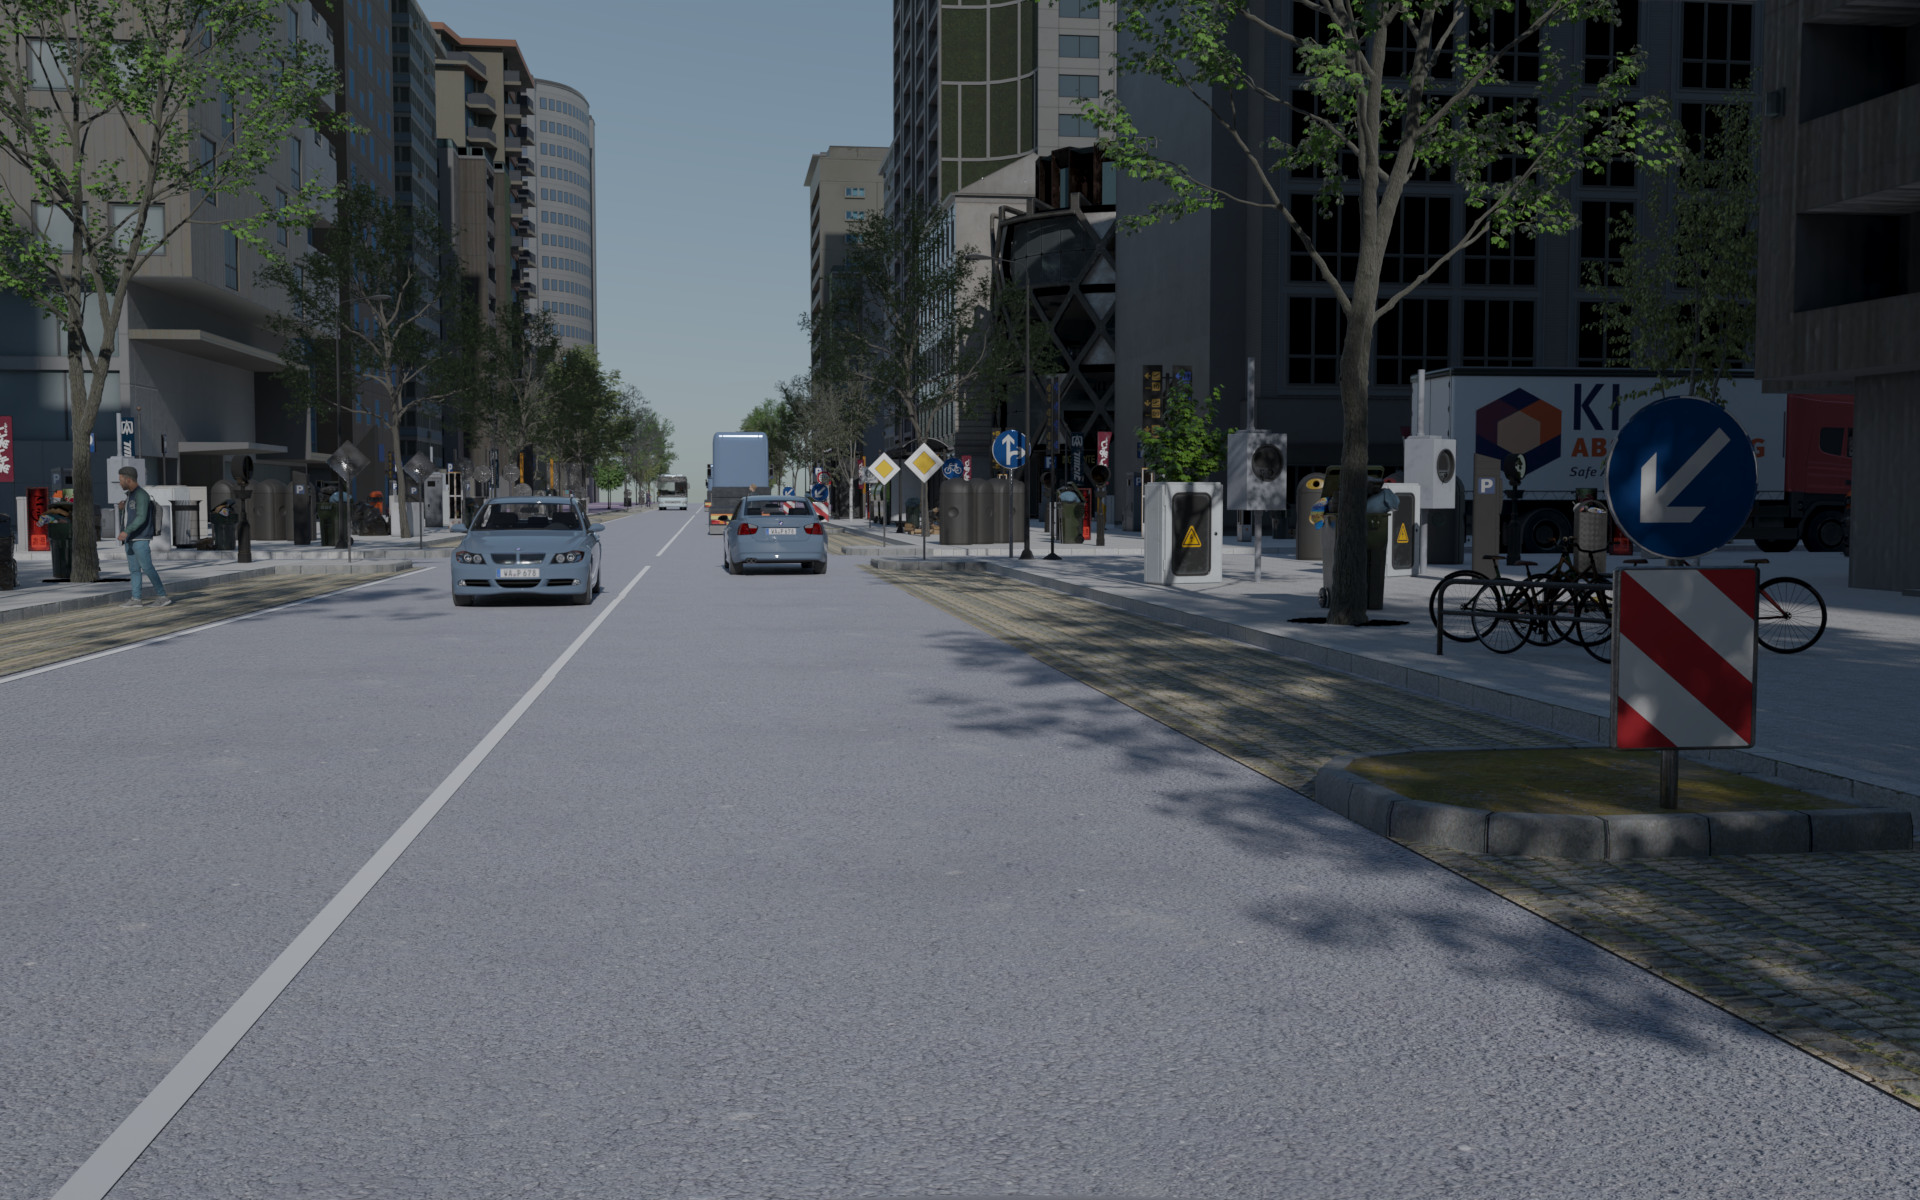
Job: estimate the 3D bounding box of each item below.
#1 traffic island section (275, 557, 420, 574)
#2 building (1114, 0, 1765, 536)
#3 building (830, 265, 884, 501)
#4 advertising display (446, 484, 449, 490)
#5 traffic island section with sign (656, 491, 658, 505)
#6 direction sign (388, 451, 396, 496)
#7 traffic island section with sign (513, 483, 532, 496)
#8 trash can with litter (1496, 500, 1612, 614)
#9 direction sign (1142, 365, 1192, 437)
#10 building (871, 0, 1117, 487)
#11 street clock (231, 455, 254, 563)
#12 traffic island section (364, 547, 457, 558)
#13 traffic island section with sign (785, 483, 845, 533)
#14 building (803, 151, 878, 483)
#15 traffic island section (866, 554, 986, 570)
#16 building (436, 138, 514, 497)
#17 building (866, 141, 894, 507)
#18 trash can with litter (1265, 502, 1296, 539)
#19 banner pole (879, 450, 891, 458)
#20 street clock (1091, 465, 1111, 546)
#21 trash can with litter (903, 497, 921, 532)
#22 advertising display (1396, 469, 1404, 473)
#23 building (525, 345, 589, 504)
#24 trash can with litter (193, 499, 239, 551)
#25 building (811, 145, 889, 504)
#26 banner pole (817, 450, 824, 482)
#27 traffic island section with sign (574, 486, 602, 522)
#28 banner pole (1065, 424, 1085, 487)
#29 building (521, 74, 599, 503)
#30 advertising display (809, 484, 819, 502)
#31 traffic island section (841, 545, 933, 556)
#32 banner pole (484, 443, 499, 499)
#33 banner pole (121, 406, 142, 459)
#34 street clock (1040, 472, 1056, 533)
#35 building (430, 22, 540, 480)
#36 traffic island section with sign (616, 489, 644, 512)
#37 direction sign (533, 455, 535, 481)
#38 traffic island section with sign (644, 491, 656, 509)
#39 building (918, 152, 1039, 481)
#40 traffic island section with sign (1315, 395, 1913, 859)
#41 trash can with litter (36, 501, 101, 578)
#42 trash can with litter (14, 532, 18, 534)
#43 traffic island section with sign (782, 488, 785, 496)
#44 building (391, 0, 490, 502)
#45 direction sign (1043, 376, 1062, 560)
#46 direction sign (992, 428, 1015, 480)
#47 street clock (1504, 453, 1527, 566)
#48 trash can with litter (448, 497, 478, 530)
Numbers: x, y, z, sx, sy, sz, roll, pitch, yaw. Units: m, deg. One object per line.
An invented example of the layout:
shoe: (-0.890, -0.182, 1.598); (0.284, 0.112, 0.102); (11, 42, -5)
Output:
traffic island section: (-11.412, -0.615, 32.328); (2.009, 0.180, 2.903); (0, 4, -8)
building: (18.533, -16.230, 58.872); (24.014, 27.812, 14.314); (0, 4, -8)
building: (-9.633, -27.425, 220.098); (14.160, 30.474, 14.107); (0, 4, -8)
advertising display: (-32.891, -6.503, 111.532); (0.123, 1.923, 0.974); (2, 4, 24)
traffic island section with sign: (-37.973, -12.870, 219.056); (1.989, 1.847, 2.006); (0, 4, -8)
direction sign: (-30.206, -6.124, 92.124); (0.379, 3.537, 0.876); (0, 4, 5)
traffic island section with sign: (-15.677, -3.278, 62.216); (1.989, 1.847, 2.006); (0, 4, -8)
trash can with litter: (6.646, -0.497, 19.178); (2.233, 1.210, 1.678); (-2, 4, -35)
direction sign: (3.638, -2.352, 30.456); (0.876, 3.537, 0.379); (0, 4, -4)
building: (3.216, -43.547, 150.249); (20.563, 71.187, 20.611); (0, 4, -8)
street clock: (-13.326, -1.690, 32.209); (0.358, 2.002, 0.471); (0, 4, 3)
traffic island section: (-12.536, -1.098, 40.234); (2.009, 0.180, 2.903); (0, 4, -8)
traffic island section with sign: (-5.346, -3.403, 64.271); (1.989, 1.847, 2.006); (0, 4, -8)
building: (-8.512, -41.189, 262.681); (28.713, 52.752, 27.495); (0, 4, -8)
traffic island section: (-0.678, -0.707, 33.844); (2.009, 0.180, 2.903); (0, 4, -8)
building: (-44.921, -22.717, 143.122); (14.160, 30.474, 14.107); (0, 4, -8)
building: (5.144, -29.542, 174.885); (32.217, 40.220, 23.993); (0, 4, -8)
trash can with litter: (9.240, -2.324, 49.392); (1.055, 1.170, 0.624); (-3, 5, -44)
banner pole: (-4.329, -6.637, 98.529); (0.863, 3.779, 0.401); (-1, 4, -16)
street clock: (3.470, -2.334, 42.728); (0.471, 2.002, 0.358); (1, 4, 15)
trash can with litter: (-1.587, -2.896, 58.736); (0.624, 1.170, 1.055); (0, 4, 6)
advertising display: (11.717, -2.483, 45.810); (0.123, 1.923, 0.974); (2, 4, 31)
building: (-61.564, -22.712, 216.381); (27.650, 21.520, 28.899); (0, 4, -8)
trash can with litter: (-16.971, -1.714, 39.414); (1.055, 1.170, 0.624); (1, 4, 13)
building: (-9.146, -37.570, 237.972); (21.300, 48.544, 21.600); (0, 4, -8)
banner pole: (-7.704, -6.579, 97.585); (0.401, 3.779, 0.863); (0, 4, -2)
traffic island section with sign: (-19.515, -4.932, 89.263); (1.989, 1.847, 2.006); (0, 4, -8)
banner pole: (4.023, -4.393, 61.845); (0.863, 3.779, 0.401); (0, 4, 4)
building: (-62.743, -42.928, 243.873); (21.231, 58.520, 28.212); (0, 4, -8)
advertising display: (-9.232, -6.520, 111.818); (0.974, 1.923, 0.123); (-1, 4, -13)
traffic island section: (-1.802, -1.191, 41.750); (2.009, 0.180, 2.903); (0, 4, -8)
banner pole: (-23.832, -5.993, 88.001); (0.863, 3.779, 0.401); (-1, 4, -9)
banner pole: (-23.672, -3.644, 49.598); (0.863, 3.779, 0.401); (1, 4, 9)
street clock: (2.926, -3.240, 57.538); (0.471, 2.002, 0.358); (-2, 4, -23)
building: (-51.987, -31.136, 163.697); (22.147, 44.769, 28.867); (0, 4, -8)
traffic island section with sign: (-26.581, -7.970, 138.929); (1.989, 1.847, 2.006); (0, 4, -8)
direction sign: (-25.033, -6.698, 101.506); (0.379, 3.537, 0.876); (-2, 4, -29)
traffic island section with sign: (-30.435, -9.625, 165.988); (1.989, 1.847, 2.006); (0, 4, -8)
building: (3.036, -15.905, 109.203); (9.793, 20.994, 18.267); (0, 4, -8)
traffic island section with sign: (2.695, 0.055, 7.728); (1.989, 1.847, 2.006); (0, 4, -8)
trash can with litter: (-13.727, -0.939, 26.742); (0.624, 1.170, 1.055); (0, 4, -6)
trash can with litter: (-30.771, -2.775, 56.434); (1.678, 1.210, 2.233); (2, 4, 34)
traffic island section with sign: (-9.123, -5.036, 90.962); (1.989, 1.847, 2.006); (0, 4, -8)
building: (-50.446, -26.328, 122.343); (32.217, 40.220, 23.993); (0, 4, -8)
direction sign: (1.808, -2.555, 33.765); (0.379, 3.537, 0.876); (-1, 4, -12)
direction sign: (1.480, -4.111, 59.208); (0.876, 3.537, 0.379); (2, 4, 27)
street clock: (9.919, -1.615, 30.978); (0.358, 2.002, 0.471); (3, 5, 43)
trash can with litter: (-17.820, -3.100, 62.074); (0.624, 1.170, 1.055); (2, 4, 25)
